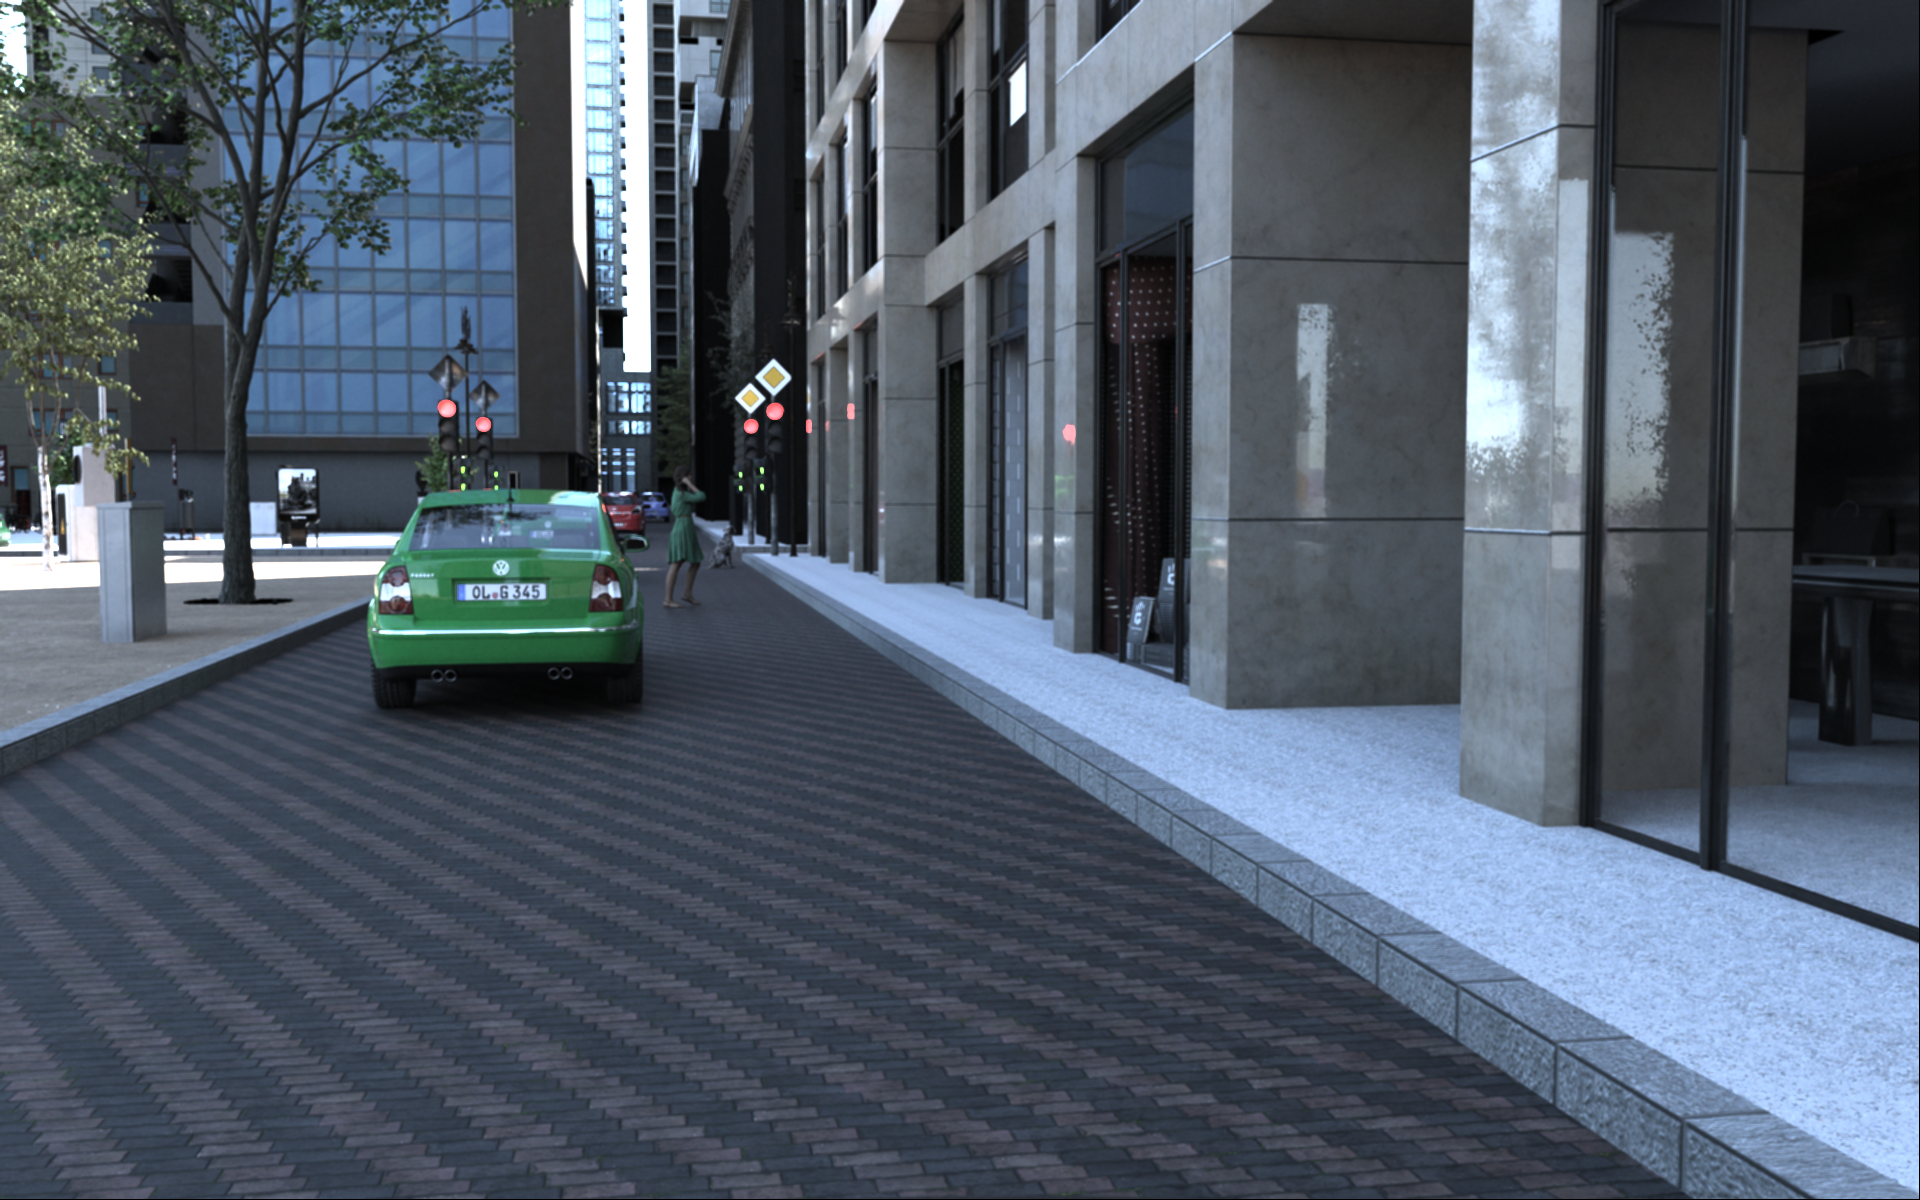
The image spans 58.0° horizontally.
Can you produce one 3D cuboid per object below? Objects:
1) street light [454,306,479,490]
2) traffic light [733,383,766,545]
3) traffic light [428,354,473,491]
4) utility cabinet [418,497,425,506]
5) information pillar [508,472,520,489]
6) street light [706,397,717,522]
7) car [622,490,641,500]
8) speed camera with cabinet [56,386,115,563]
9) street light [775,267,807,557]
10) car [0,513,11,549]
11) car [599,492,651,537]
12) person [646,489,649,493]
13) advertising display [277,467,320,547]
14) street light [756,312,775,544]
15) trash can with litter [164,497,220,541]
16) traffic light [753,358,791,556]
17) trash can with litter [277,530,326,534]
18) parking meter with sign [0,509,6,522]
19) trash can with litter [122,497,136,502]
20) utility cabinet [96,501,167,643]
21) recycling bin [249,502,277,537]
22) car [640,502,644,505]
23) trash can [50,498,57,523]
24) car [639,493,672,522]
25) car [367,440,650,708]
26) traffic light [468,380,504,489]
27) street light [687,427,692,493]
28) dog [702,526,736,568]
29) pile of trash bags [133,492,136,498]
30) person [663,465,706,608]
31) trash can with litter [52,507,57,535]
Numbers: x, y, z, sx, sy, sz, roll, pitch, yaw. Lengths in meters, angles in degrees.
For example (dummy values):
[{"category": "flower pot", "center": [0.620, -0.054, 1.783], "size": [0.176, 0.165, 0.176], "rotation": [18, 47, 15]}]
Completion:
[{"category": "street light", "center": [-12.162, -4.282, 42.797], "size": [0.468, 5.910, 1.993], "rotation": [-1, 4, -10]}, {"category": "traffic light", "center": [-5.313, -3.357, 43.813], "size": [0.839, 4.253, 0.868], "rotation": [-1, 4, -10]}, {"category": "traffic light", "center": [-10.230, -2.805, 34.783], "size": [0.839, 4.253, 0.868], "rotation": [-1, 4, -10]}, {"category": "utility cabinet", "center": [-13.521, -2.032, 44.385], "size": [0.306, 1.237, 1.020], "rotation": [1, 4, 9]}, {"category": "information pillar", "center": [-14.755, -3.236, 57.394], "size": [0.304, 2.012, 0.304], "rotation": [0, 4, 6]}, {"category": "street light", "center": [-11.559, -6.599, 80.684], "size": [0.468, 5.910, 1.993], "rotation": [-1, 4, -10]}, {"category": "car", "center": [-31.981, -9.740, 167.917], "size": [2.281, 1.827, 5.304], "rotation": [-1, 4, -8]}, {"category": "speed camera with cabinet", "center": [-16.264, -2.314, 32.165], "size": [0.660, 3.252, 2.038], "rotation": [-3, 5, -39]}, {"category": "street light", "center": [-3.423, -3.833, 35.454], "size": [0.468, 5.910, 1.993], "rotation": [-1, 4, -10]}, {"category": "car", "center": [-22.989, -1.533, 36.866], "size": [4.920, 1.459, 2.131], "rotation": [-1, 4, -10]}, {"category": "car", "center": [-10.795, -2.772, 54.367], "size": [2.155, 1.783, 4.494], "rotation": [-1, 4, -10]}, {"category": "person", "center": [-26.486, -8.462, 146.833], "size": [0.705, 1.826, 1.348], "rotation": [2, 4, 24]}, {"category": "advertising display", "center": [-16.059, -2.253, 42.049], "size": [0.974, 1.923, 0.123], "rotation": [0, 4, 0]}, {"category": "street light", "center": [-4.920, -4.372, 44.266], "size": [0.468, 5.910, 1.993], "rotation": [-1, 4, -10]}, {"category": "trash can with litter", "center": [-21.407, -2.235, 47.597], "size": [2.233, 1.210, 1.678], "rotation": [2, 4, 29]}, {"category": "traffic light", "center": [-3.876, -2.877, 35.958], "size": [0.839, 4.253, 0.868], "rotation": [-1, 4, -10]}, {"category": "trash can with litter", "center": [-21.224, -2.720, 55.521], "size": [1.678, 1.210, 2.233], "rotation": [-1, 4, -9]}, {"category": "parking meter with sign", "center": [-29.193, -3.393, 51.737], "size": [1.738, 3.016, 0.543], "rotation": [2, 4, 30]}, {"category": "trash can with litter", "center": [-32.756, -3.478, 68.260], "size": [0.624, 1.170, 1.055], "rotation": [0, 4, -4]}, {"category": "utility cabinet", "center": [-7.357, -0.259, 15.393], "size": [0.306, 1.237, 1.020], "rotation": [-1, 4, -10]}, {"category": "recycling bin", "center": [-21.250, -2.457, 52.733], "size": [0.722, 1.027, 0.722], "rotation": [-2, 4, -30]}, {"category": "car", "center": [-15.660, -4.162, 79.845], "size": [2.131, 1.459, 4.920], "rotation": [-1, 4, -11]}, {"category": "trash can", "center": [-32.233, -3.065, 61.764], "size": [0.748, 1.137, 0.748], "rotation": [0, 3, 0]}, {"category": "car", "center": [-15.815, -4.864, 89.119], "size": [1.945, 1.707, 3.694], "rotation": [-1, 4, -9]}, {"category": "car", "center": [-3.325, -0.262, 13.086], "size": [1.959, 1.807, 4.718], "rotation": [-1, 4, -11]}, {"category": "traffic light", "center": [-11.667, -3.285, 42.639], "size": [0.839, 4.253, 0.868], "rotation": [-1, 4, -10]}, {"category": "street light", "center": [-18.284, -8.850, 117.482], "size": [0.468, 5.910, 1.993], "rotation": [-1, 4, -10]}, {"category": "dog", "center": [-4.727, -1.027, 33.632], "size": [0.800, 0.831, 0.513], "rotation": [-1, 4, -12]}, {"category": "pile of trash bags", "center": [-36.493, -3.900, 73.521], "size": [3.447, 1.369, 1.912], "rotation": [-3, 4, -37]}, {"category": "person", "center": [-3.523, -0.806, 21.932], "size": [0.529, 1.795, 0.600], "rotation": [-2, 4, -25]}, {"category": "trash can with litter", "center": [-27.936, -2.590, 53.733], "size": [1.055, 1.170, 0.624], "rotation": [0, 4, 4]}]
